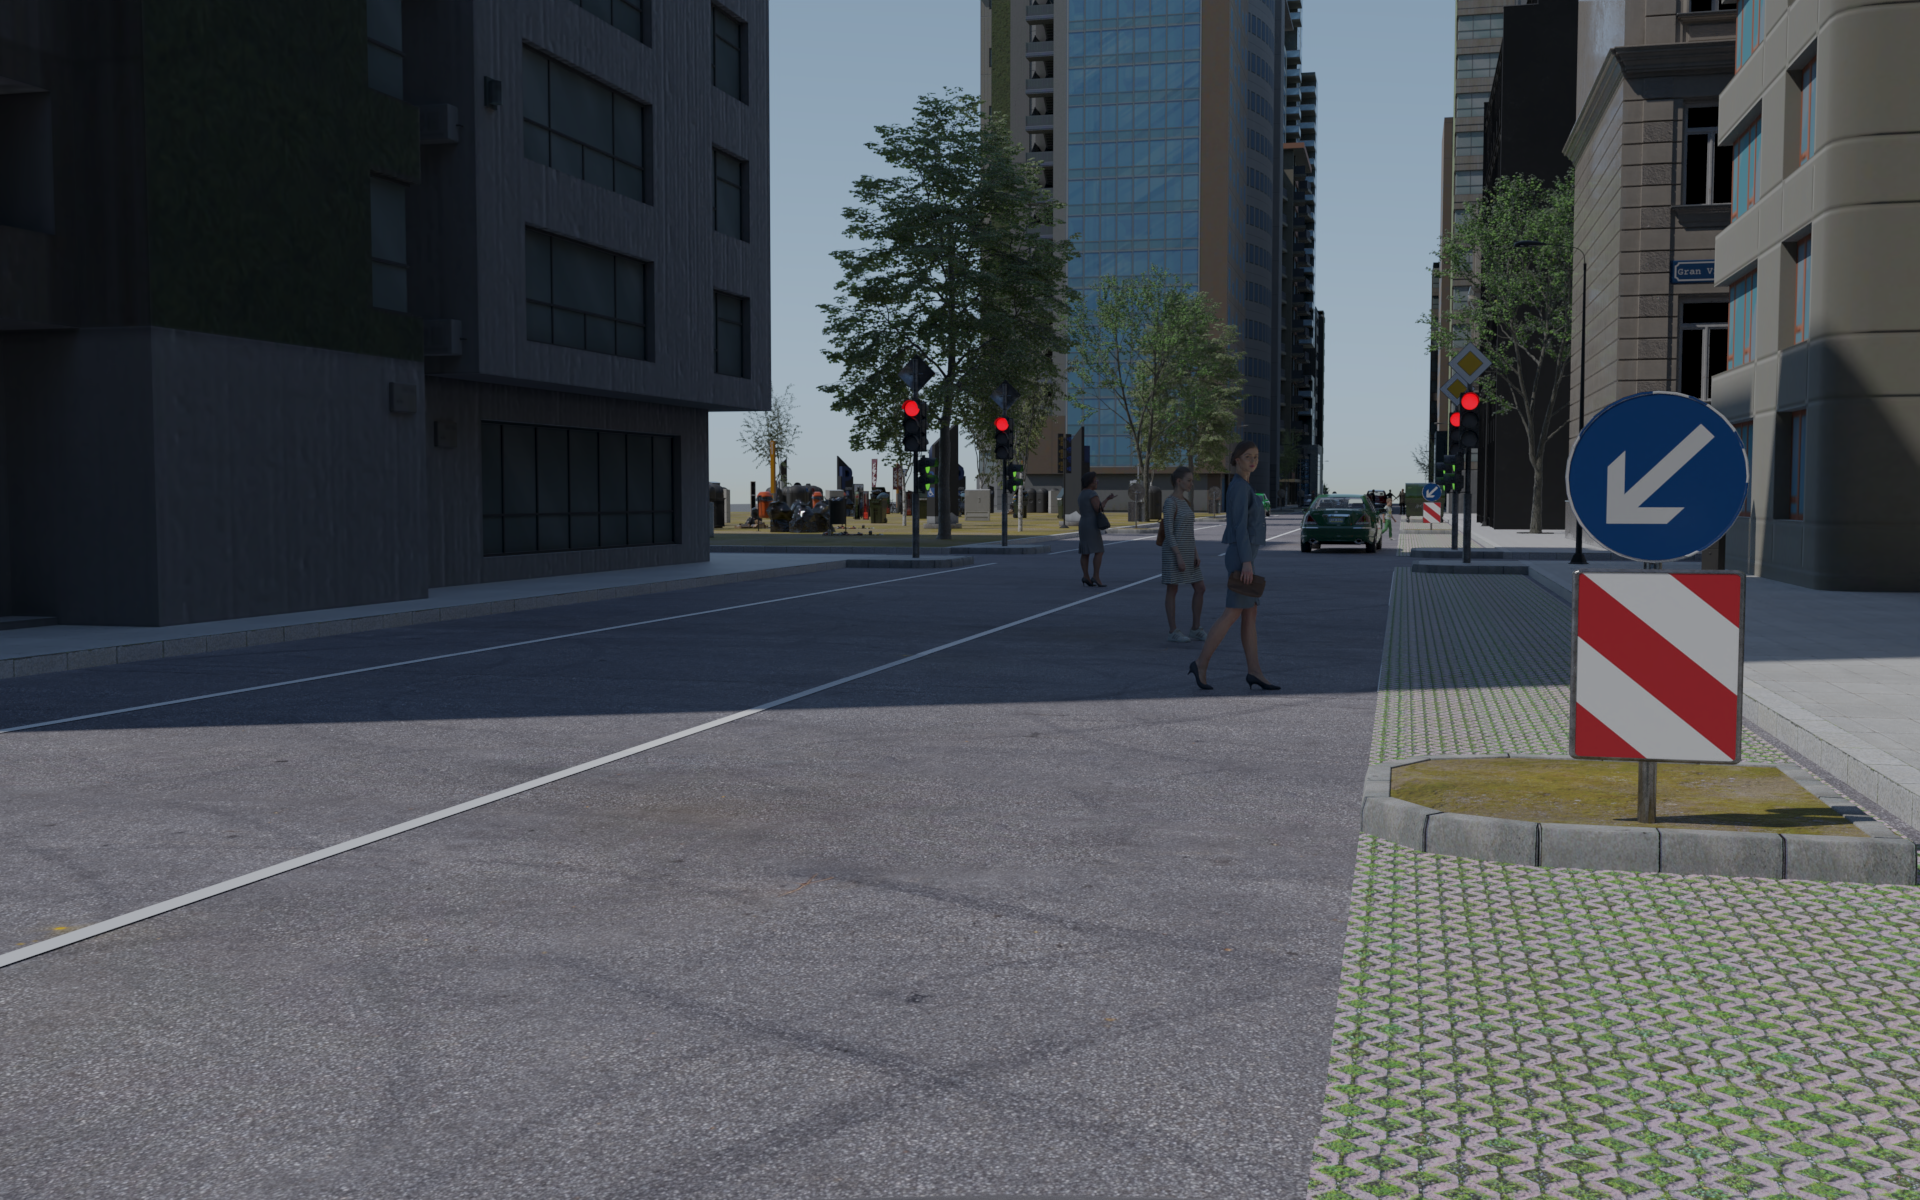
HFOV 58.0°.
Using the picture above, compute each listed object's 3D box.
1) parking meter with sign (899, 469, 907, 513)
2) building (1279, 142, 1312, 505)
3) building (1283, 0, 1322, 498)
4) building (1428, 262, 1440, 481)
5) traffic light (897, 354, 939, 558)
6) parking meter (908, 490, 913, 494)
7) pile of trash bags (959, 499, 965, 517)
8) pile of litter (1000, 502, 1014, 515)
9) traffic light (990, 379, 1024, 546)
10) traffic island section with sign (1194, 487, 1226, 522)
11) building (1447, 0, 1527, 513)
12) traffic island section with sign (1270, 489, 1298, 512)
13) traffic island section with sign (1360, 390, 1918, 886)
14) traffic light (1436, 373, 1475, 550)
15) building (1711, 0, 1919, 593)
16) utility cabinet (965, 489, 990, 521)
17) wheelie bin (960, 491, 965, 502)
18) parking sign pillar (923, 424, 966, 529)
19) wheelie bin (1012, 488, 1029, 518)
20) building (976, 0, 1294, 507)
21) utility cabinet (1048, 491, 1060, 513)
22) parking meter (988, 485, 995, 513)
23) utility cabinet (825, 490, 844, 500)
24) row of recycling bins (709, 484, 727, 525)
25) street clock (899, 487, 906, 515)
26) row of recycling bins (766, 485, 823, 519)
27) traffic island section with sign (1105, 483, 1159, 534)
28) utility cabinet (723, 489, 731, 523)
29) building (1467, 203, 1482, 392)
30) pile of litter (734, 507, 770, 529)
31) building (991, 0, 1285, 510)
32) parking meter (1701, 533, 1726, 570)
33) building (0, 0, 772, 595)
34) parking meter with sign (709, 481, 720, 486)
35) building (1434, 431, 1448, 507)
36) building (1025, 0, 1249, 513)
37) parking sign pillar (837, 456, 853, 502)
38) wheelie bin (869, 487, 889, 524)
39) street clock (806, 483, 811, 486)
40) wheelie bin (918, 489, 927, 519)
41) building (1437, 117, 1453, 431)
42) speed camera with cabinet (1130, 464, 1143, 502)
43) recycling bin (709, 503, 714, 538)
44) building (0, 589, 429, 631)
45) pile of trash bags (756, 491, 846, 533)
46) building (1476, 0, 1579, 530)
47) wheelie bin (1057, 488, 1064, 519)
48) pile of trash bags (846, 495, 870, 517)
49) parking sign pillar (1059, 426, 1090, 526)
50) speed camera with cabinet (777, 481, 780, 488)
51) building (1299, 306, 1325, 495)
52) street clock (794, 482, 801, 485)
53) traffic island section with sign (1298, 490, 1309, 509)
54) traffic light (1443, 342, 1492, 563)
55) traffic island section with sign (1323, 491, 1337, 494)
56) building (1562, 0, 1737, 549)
[{"bbox_3d":[-4.088,-7.553,119.747,0.543,3.016,1.738,-1,4,-12],"label":"parking meter with sign"},{"bbox_3d":[31.530,-34.181,213.490,22.147,44.769,28.867,1,4,14],"label":"building"},{"bbox_3d":[39.639,-56.778,240.985,22.319,86.520,31.000,1,4,14],"label":"building"},{"bbox_3d":[65.454,-27.083,214.506,14.160,30.474,14.107,1,4,14],"label":"building"},{"bbox_3d":[-0.872,-2.802,34.740,0.839,4.253,0.868,1,4,14],"label":"traffic light"},{"bbox_3d":[-2.933,-5.794,103.149,0.372,1.533,0.369,0,3,0],"label":"parking meter"},{"bbox_3d":[0.024,-5.898,106.176,1.912,1.369,3.447,-2,4,-24],"label":"pile of trash bags"},{"bbox_3d":[3.126,-5.787,108.588,1.176,0.858,1.719,-1,4,-11],"label":"pile of litter"},{"bbox_3d":[1.114,-3.275,42.475,0.839,4.253,0.868,1,4,14],"label":"traffic light"},{"bbox_3d":[13.259,-4.979,90.040,1.989,1.847,2.006,1,4,14],"label":"traffic island section with sign"},{"bbox_3d":[41.221,-26.671,119.673,14.154,41.232,14.086,1,4,14],"label":"building"},{"bbox_3d":[25.877,-7.988,139.229,1.989,1.847,2.006,1,4,14],"label":"traffic island section with sign"},{"bbox_3d":[2.763,0.072,7.445,1.989,1.847,2.006,1,4,14],"label":"traffic island section with sign"},{"bbox_3d":[11.397,-3.116,39.862,0.839,4.253,0.868,1,4,14],"label":"traffic light"},{"bbox_3d":[23.383,-10.299,13.431,27.650,21.520,28.899,1,4,14],"label":"building"},{"bbox_3d":[0.824,-4.470,81.769,1.173,1.500,0.318,0,4,7],"label":"utility cabinet"},{"bbox_3d":[0.377,-6.371,112.072,0.693,1.594,0.980,0,4,2],"label":"wheelie bin"},{"bbox_3d":[-0.639,-4.635,64.254,1.447,3.967,1.447,3,5,42],"label":"parking sign pillar"},{"bbox_3d":[3.251,-5.150,92.107,0.693,1.594,0.980,3,5,39],"label":"wheelie bin"},{"bbox_3d":[18.087,-35.817,174.849,28.713,52.752,27.495,1,4,14],"label":"building"},{"bbox_3d":[6.376,-6.422,113.679,1.173,1.500,0.318,-2,4,-29],"label":"utility cabinet"},{"bbox_3d":[2.080,-6.724,115.653,0.399,1.863,0.255,-2,4,-24],"label":"parking meter"},{"bbox_3d":[-6.469,-4.949,89.597,0.318,1.500,1.173,2,4,34],"label":"utility cabinet"},{"bbox_3d":[-10.661,-3.882,70.587,1.069,1.692,3.534,1,4,22],"label":"row of recycling bins"},{"bbox_3d":[-3.622,-6.332,108.094,0.471,2.002,0.358,0,4,3],"label":"street clock"},{"bbox_3d":[-8.707,-5.168,91.607,3.534,1.692,1.069,-3,5,-42],"label":"row of recycling bins"},{"bbox_3d":[6.468,-3.361,63.587,1.989,1.847,2.006,1,4,14],"label":"traffic island section with sign"},{"bbox_3d":[-10.705,-4.149,76.515,1.173,1.500,0.318,2,4,28],"label":"utility cabinet"},{"bbox_3d":[34.679,-16.738,92.744,14.460,24.649,34.723,1,4,14],"label":"building"},{"bbox_3d":[-7.688,-3.098,64.617,1.176,0.858,1.719,-3,5,-42],"label":"pile of litter"},{"bbox_3d":[15.652,-36.954,146.195,21.231,58.520,28.212,1,4,14],"label":"building"},{"bbox_3d":[11.841,-1.313,27.180,0.255,1.863,0.399,3,5,42],"label":"parking meter"},{"bbox_3d":[-11.331,-15.827,30.474,14.107,30.474,14.160,1,4,14],"label":"building"},{"bbox_3d":[-14.890,-6.660,105.151,0.543,3.016,1.738,2,4,35],"label":"parking meter with sign"},{"bbox_3d":[58.010,-52.214,166.369,22.319,86.520,31.000,1,4,14],"label":"building"},{"bbox_3d":[13.150,-29.069,125.388,14.600,45.320,14.200,1,4,14],"label":"building"},{"bbox_3d":[-8.078,-8.159,121.877,1.447,3.967,1.447,3,4,39],"label":"parking sign pillar"},{"bbox_3d":[-3.539,-4.134,75.492,0.980,1.594,0.693,1,4,22],"label":"wheelie bin"},{"bbox_3d":[-10.227,-6.864,116.802,0.358,2.002,0.471,1,4,17],"label":"street clock"},{"bbox_3d":[-1.937,-4.988,89.458,0.980,1.594,0.693,0,4,1],"label":"wheelie bin"},{"bbox_3d":[62.552,-33.627,199.914,14.600,45.320,14.200,1,4,14],"label":"building"},{"bbox_3d":[12.072,-7.317,113.969,2.038,3.252,0.660,-3,5,-42],"label":"speed camera with cabinet"},{"bbox_3d":[-7.690,-2.366,51.237,0.722,1.027,0.722,-1,4,-17],"label":"recycling bin"},{"bbox_3d":[-15.032,-14.909,15.456,14.160,30.474,14.107,1,4,14],"label":"building"},{"bbox_3d":[-5.796,-2.995,58.722,1.912,1.369,3.447,-3,5,-44],"label":"pile of trash bags"},{"bbox_3d":[27.190,-14.571,67.916,12.332,23.373,15.834,1,4,14],"label":"building"},{"bbox_3d":[5.394,-4.971,89.179,0.693,1.594,0.980,-1,4,-22],"label":"wheelie bin"},{"bbox_3d":[-6.045,-5.431,98.549,1.912,1.369,3.447,-2,4,-33],"label":"pile of trash bags"},{"bbox_3d":[4.708,-4.965,69.657,1.447,3.967,1.447,-2,4,-28],"label":"parking sign pillar"},{"bbox_3d":[-11.751,-7.618,118.891,2.038,3.252,0.660,-3,5,-39],"label":"speed camera with cabinet"},{"bbox_3d":[48.001,-30.098,263.796,14.160,30.474,14.107,1,4,14],"label":"building"},{"bbox_3d":[-9.883,-6.167,105.396,0.471,2.002,0.358,0,4,2],"label":"street clock"},{"bbox_3d":[32.666,-9.605,165.662,1.989,1.847,2.006,1,4,14],"label":"traffic island section with sign"},{"bbox_3d":[9.412,-2.643,32.127,0.839,4.253,0.868,1,4,14],"label":"traffic light"},{"bbox_3d":[46.269,-12.846,218.660,1.989,1.847,2.006,1,4,14],"label":"traffic island section with sign"},{"bbox_3d":[27.869,-14.899,40.857,25.104,27.353,12.463,1,4,14],"label":"building"}]
